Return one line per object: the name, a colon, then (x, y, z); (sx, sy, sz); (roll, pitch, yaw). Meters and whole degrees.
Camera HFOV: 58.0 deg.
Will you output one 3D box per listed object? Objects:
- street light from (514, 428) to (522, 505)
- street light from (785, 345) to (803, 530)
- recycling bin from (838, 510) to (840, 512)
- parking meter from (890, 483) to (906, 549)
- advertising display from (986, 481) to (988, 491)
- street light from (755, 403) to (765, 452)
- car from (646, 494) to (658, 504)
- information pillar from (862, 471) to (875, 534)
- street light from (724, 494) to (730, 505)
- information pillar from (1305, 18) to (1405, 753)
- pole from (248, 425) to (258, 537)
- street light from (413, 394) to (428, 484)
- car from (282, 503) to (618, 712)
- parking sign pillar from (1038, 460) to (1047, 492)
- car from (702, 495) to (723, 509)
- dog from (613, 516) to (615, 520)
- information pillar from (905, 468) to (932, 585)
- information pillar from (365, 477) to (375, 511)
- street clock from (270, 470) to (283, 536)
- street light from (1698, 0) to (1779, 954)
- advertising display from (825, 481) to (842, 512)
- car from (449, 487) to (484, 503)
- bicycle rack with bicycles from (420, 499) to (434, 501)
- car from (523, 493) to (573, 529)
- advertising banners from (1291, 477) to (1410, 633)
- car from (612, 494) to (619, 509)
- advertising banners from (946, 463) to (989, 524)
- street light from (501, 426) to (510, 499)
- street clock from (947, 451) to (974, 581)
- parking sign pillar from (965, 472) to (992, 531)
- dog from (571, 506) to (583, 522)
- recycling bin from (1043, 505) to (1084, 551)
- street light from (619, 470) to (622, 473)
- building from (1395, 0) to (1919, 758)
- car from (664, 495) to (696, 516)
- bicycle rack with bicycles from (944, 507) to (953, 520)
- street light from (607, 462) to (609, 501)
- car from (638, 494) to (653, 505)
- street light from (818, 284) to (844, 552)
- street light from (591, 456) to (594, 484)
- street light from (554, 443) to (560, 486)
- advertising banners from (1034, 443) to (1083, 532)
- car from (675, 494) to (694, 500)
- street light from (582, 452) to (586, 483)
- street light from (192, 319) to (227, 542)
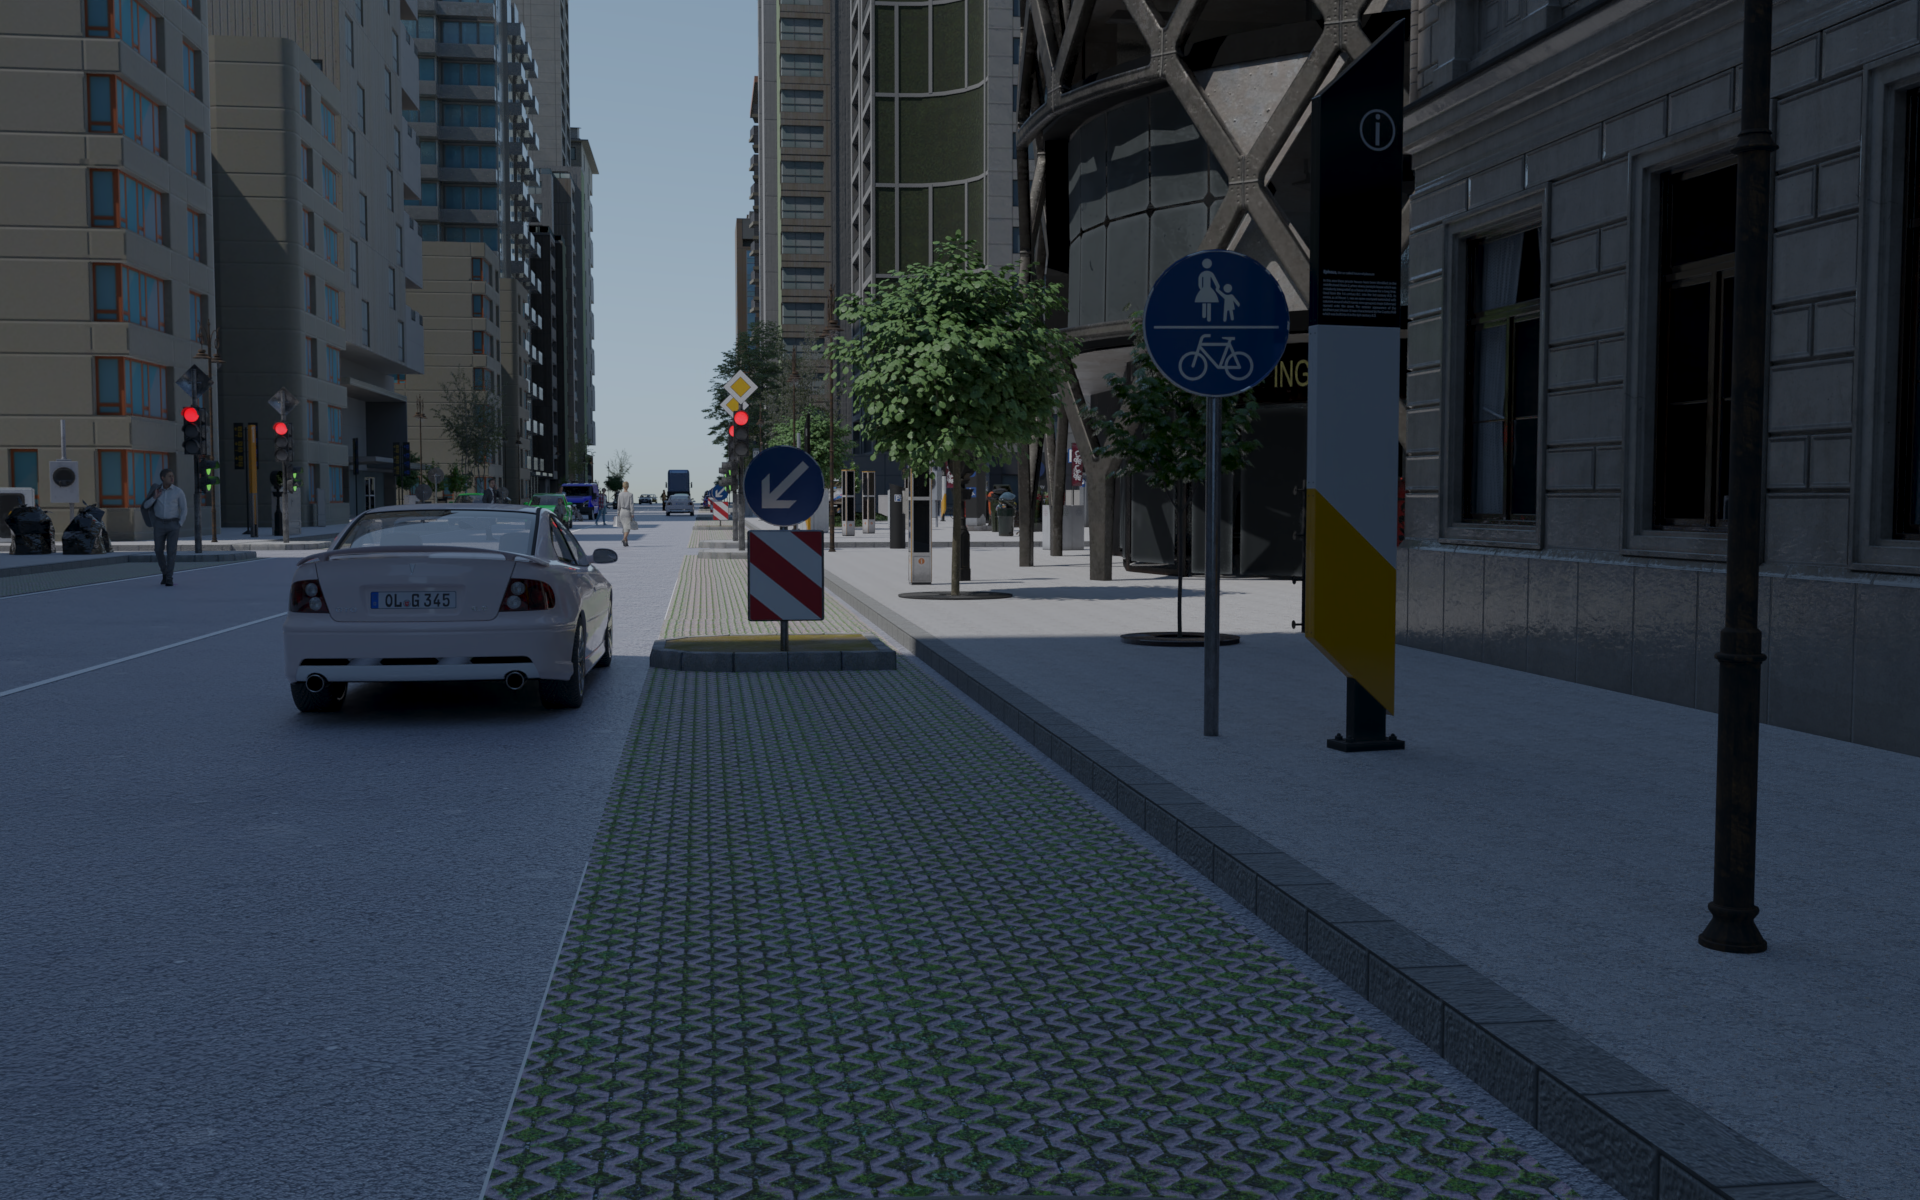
street light: (-30.999, -9.111, 121.747); (0.468, 5.910, 1.993); (-1, 4, -8)
street light: (-5.159, -4.963, 53.938); (0.468, 5.910, 1.993); (-1, 4, -8)
recycling bin: (-7.228, -5.164, 96.992); (0.722, 1.027, 0.722); (-3, 4, -39)
parking meter: (-1.464, -1.971, 40.629); (0.372, 1.533, 0.369); (0, 3, 0)
advertising display: (1.232, -4.769, 83.184); (0.123, 1.923, 0.974); (0, 4, 8)
street light: (-10.056, -7.013, 87.448); (0.468, 5.910, 1.993); (-1, 4, -8)
car: (-47.070, -15.532, 264.174); (2.015, 1.641, 3.980); (0, 4, -7)
information pillar: (-2.953, -3.154, 56.057); (0.304, 2.012, 0.304); (-3, 5, -41)
street light: (-28.374, -14.565, 210.930); (0.468, 5.910, 1.993); (-1, 4, -8)
information pillar: (1.967, -1.054, 8.593); (0.504, 3.616, 0.183); (-1, 4, -19)
pole: (-20.894, -3.507, 51.185); (0.158, 3.312, 0.155); (0, 3, 0)
street light: (-24.944, -6.567, 80.163); (0.468, 5.910, 1.993); (-1, 4, -8)
car: (-3.628, -0.030, 12.845); (2.083, 1.381, 4.827); (0, 4, -7)
parking sign pillar: (4.357, -6.828, 100.111); (1.447, 3.967, 1.447); (-1, 4, -9)
car: (-22.501, -8.860, 157.439); (1.945, 1.354, 3.894); (0, 4, -8)
dog: (-16.222, -3.793, 82.205); (0.748, 0.427, 0.550); (-2, 4, -34)
information pillar: (-0.566, -1.222, 24.475); (0.304, 2.012, 0.304); (-1, 4, -10)
information pillar: (-26.089, -4.409, 76.586); (0.304, 2.012, 0.304); (2, 4, 32)
street clock: (-20.837, -2.957, 52.921); (0.358, 2.002, 0.471); (1, 4, 13)
street light: (2.194, -1.954, 4.740); (0.468, 5.910, 1.993); (-1, 4, -8)
advertising display: (-6.139, -4.827, 84.136); (0.974, 1.923, 0.123); (1, 4, 14)
car: (-22.600, -4.375, 80.329); (1.959, 1.807, 4.718); (0, 4, -8)
bicycle rack with bicycles: (-36.244, -6.380, 117.702); (2.852, 0.926, 2.925); (-1, 4, -23)
car: (-16.955, -3.830, 71.417); (1.959, 1.807, 4.718); (-1, 4, -10)
advertising banners: (4.077, -1.220, 16.135); (2.074, 3.025, 0.090); (-1, 4, -14)
car: (-31.921, -9.428, 163.929); (2.009, 1.686, 4.222); (0, 4, -7)
advertising banners: (0.326, -4.837, 75.270); (2.074, 3.025, 0.090); (0, 4, 4)
street light: (-29.833, -8.617, 113.675); (0.468, 5.910, 1.993); (-1, 4, -8)
street clock: (0.033, -1.282, 25.531); (0.358, 2.002, 0.471); (-2, 4, -34)
parking sign pillar: (0.543, -4.384, 60.157); (1.447, 3.967, 1.447); (1, 4, 14)
dog: (-19.832, -4.481, 90.098); (0.513, 0.831, 0.800); (-3, 5, -43)
recycling bin: (2.366, -1.658, 39.655); (0.722, 1.027, 0.722); (-2, 4, -30)
street light: (-53.072, -18.205, 270.437); (0.468, 5.910, 1.993); (-1, 4, -8)
building: (9.669, -8.660, 6.222); (10.561, 19.102, 19.286); (-1, 4, -8)
car: (-18.560, -6.265, 114.787); (2.083, 1.381, 4.827); (-1, 4, -9)
bicycle rack with bicycles: (0.654, -4.503, 87.009); (2.925, 0.926, 2.852); (-3, 4, -38)
street light: (-48.056, -16.147, 236.791); (0.468, 5.910, 1.993); (-1, 4, -8)
car: (-43.428, -14.021, 239.035); (2.009, 1.686, 4.222); (0, 4, -7)
street light: (-2.835, -4.003, 38.231); (0.468, 5.910, 1.993); (-1, 4, -8)
street light: (-43.160, -14.097, 203.280); (0.468, 5.910, 1.993); (-1, 4, -8)
street light: (-36.120, -11.178, 155.547); (0.468, 5.910, 1.993); (-1, 4, -8)
advertising banners: (3.296, -3.833, 58.854); (2.074, 3.025, 0.090); (-1, 4, -15)
car: (-24.515, -8.605, 152.487); (2.131, 1.459, 4.920); (0, 4, -7)
street light: (-41.023, -13.243, 189.308); (0.468, 5.910, 1.993); (-1, 4, -8)
street light: (-19.806, -4.468, 45.837); (0.468, 5.910, 1.993); (-1, 4, -8)
